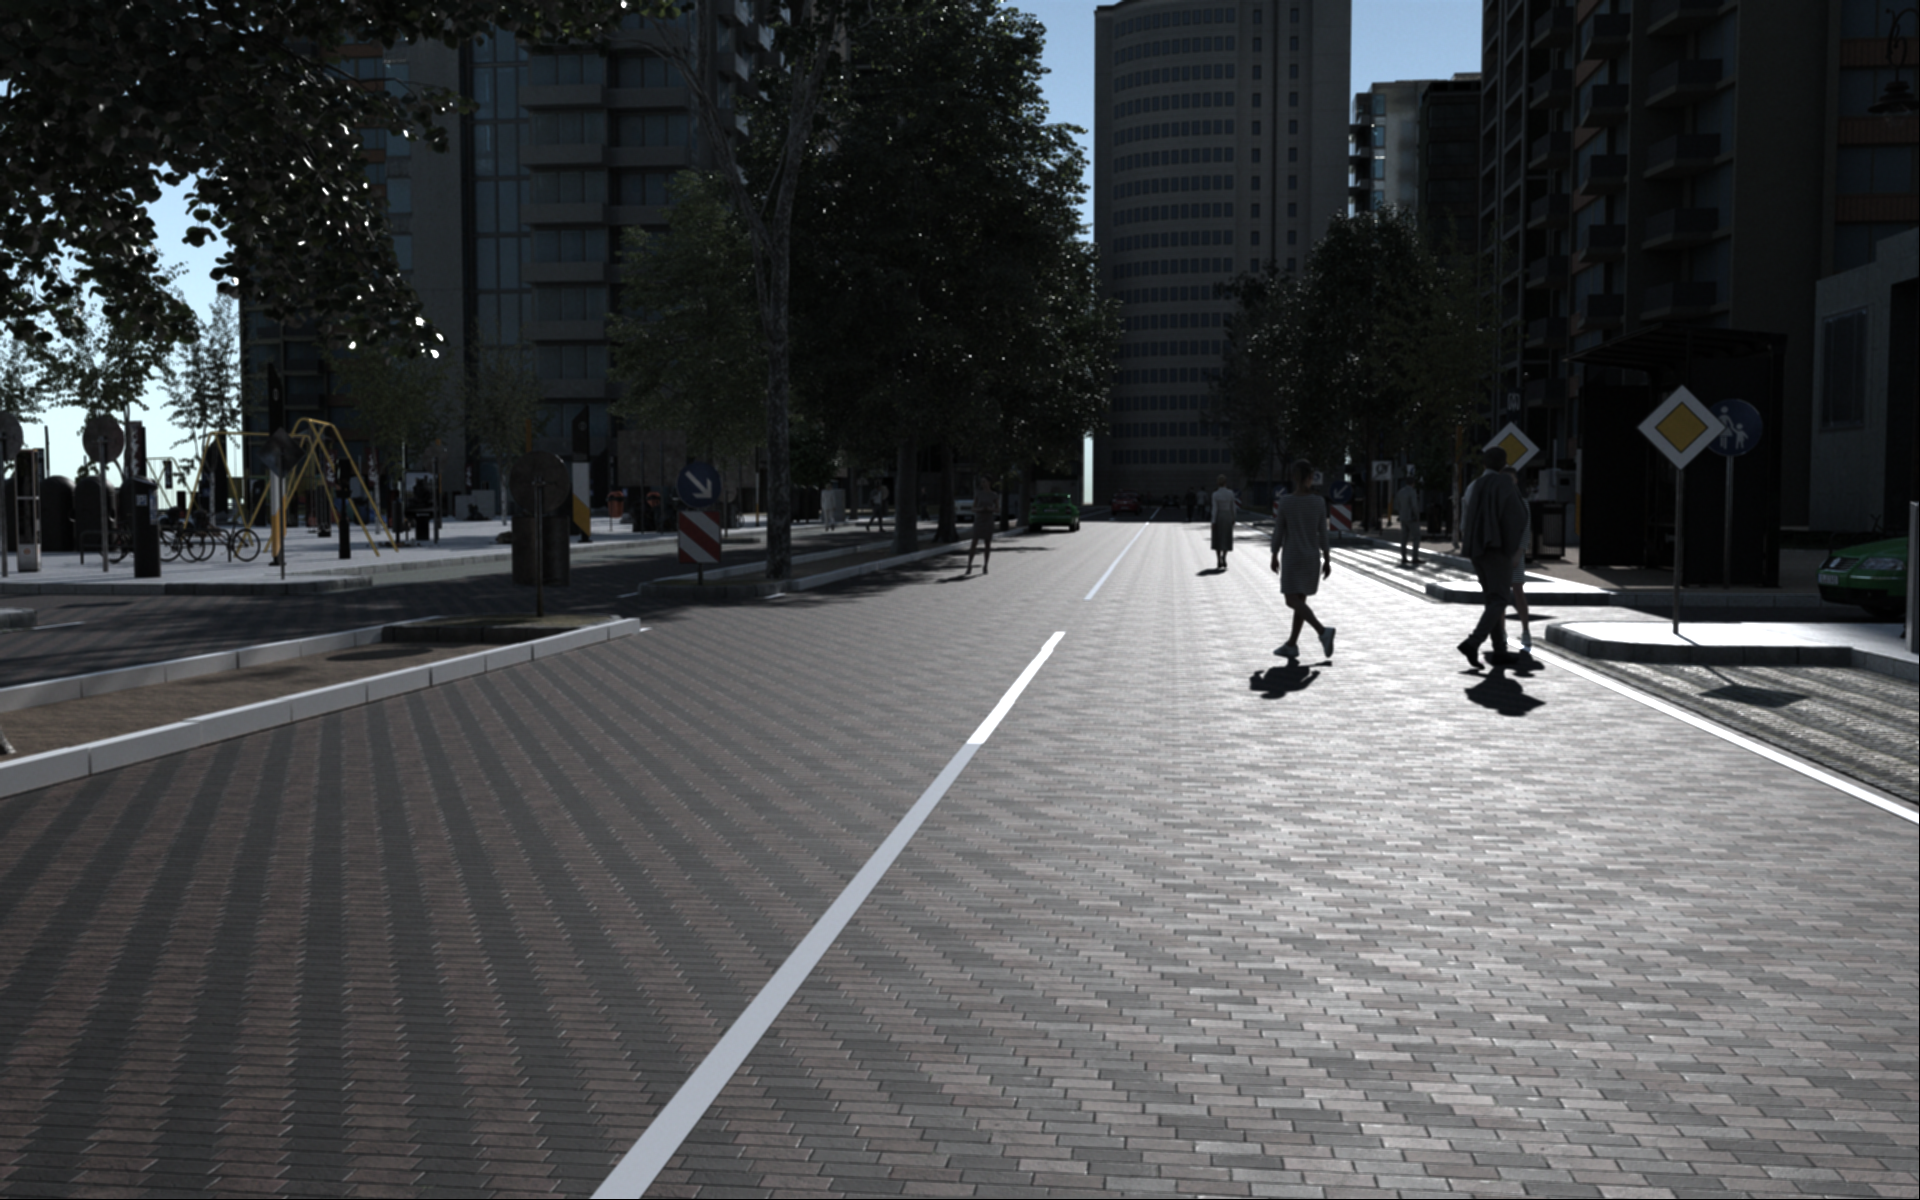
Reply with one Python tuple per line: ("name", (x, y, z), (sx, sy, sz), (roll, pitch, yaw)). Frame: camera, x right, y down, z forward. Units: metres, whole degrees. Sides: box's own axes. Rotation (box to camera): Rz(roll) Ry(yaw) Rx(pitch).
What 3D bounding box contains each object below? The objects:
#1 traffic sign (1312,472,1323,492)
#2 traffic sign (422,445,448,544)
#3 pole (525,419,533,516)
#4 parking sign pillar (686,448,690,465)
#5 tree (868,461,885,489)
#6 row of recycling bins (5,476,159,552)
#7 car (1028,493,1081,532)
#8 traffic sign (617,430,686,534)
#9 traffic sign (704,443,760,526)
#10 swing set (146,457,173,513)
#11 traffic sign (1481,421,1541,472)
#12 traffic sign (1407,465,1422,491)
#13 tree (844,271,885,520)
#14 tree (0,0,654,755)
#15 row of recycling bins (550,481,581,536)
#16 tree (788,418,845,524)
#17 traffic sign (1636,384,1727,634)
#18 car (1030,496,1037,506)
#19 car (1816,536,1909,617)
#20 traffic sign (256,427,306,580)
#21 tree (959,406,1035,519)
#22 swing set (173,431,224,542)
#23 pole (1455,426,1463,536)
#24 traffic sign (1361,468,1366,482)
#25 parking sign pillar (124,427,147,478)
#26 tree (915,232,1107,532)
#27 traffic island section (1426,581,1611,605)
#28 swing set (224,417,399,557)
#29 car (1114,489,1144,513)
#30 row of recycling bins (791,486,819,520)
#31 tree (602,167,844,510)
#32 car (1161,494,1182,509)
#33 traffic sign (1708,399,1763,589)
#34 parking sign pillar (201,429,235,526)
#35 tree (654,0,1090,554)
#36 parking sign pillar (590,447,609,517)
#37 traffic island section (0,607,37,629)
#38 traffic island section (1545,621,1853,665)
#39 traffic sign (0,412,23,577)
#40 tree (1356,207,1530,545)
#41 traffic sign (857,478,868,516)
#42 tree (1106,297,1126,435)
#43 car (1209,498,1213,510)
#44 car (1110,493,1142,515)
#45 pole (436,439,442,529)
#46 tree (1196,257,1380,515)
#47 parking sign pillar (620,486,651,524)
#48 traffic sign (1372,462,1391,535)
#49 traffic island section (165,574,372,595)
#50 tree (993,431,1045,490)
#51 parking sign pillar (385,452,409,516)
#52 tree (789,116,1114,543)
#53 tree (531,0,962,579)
("traffic sign", (16.116, -4.668, 78.449), (0.606, 2.300, 0.079), (1, 4, 12))
("traffic sign", (-13.551, -2.727, 44.690), (0.768, 2.556, 0.104), (1, 4, 17))
("pole", (-11.722, -3.260, 47.136), (0.158, 3.312, 0.155), (0, 3, 0))
("parking sign pillar", (-15.954, -6.891, 101.144), (1.447, 3.967, 1.447), (-1, 4, -10))
("tree", (-4.281, -8.966, 96.958), (4.360, 8.622, 3.978), (0, 3, 0))
("row of recycling bins", (-19.690, -1.934, 38.730), (3.534, 1.692, 1.069), (0, 4, 3))
("car", (3.663, -3.544, 66.744), (1.959, 1.807, 4.718), (0, 4, 7))
("traffic sign", (-9.833, -3.754, 55.251), (2.265, 3.308, 0.079), (1, 4, 9))
("traffic sign", (-9.068, -4.585, 68.831), (2.265, 3.308, 0.079), (1, 4, 11))
("swing set", (-34.462, -4.706, 74.567), (3.119, 2.851, 2.862), (3, 5, 43))
("traffic sign", (7.542, -1.232, 23.794), (0.795, 2.450, 0.064), (0, 4, 7))
("traffic sign", (15.703, -3.523, 59.733), (0.606, 2.300, 0.079), (1, 4, 16))
("tree", (-5.309, -10.258, 85.840), (7.486, 12.596, 7.792), (0, 3, 0))
("tree", (-5.546, -6.110, 9.010), (9.857, 13.997, 8.962), (0, 3, 0))
("row of recycling bins", (-12.463, -2.927, 54.975), (1.069, 1.692, 3.534), (0, 4, -7))
("tree", (-6.607, -5.555, 74.540), (4.285, 4.588, 4.351), (0, 3, 0))
("traffic sign", (6.579, -0.748, 15.867), (0.795, 2.450, 0.064), (0, 4, 7))
("car", (5.221, -6.441, 117.897), (1.945, 1.354, 3.894), (1, 4, 8))
("car", (12.112, -0.642, 19.293), (4.718, 1.807, 1.959), (0, 4, 5))
("traffic sign", (-10.170, -1.365, 25.957), (0.795, 2.450, 0.064), (0, 4, 7))
("tree", (0.565, -6.470, 58.603), (4.737, 8.622, 4.395), (0, 3, 0))
("swing set", (-17.862, -2.872, 44.582), (2.862, 2.851, 3.119), (2, 4, 30))
("pole", (14.867, -3.537, 51.673), (0.158, 3.312, 0.155), (0, 3, 0))
("traffic sign", (19.192, -4.958, 81.161), (0.768, 2.556, 0.104), (1, 4, 11))
("parking sign pillar", (-32.750, -4.913, 68.800), (1.447, 3.967, 1.447), (0, 4, -6))
("tree", (1.783, -8.417, 65.836), (9.928, 11.665, 9.643), (0, 3, 0))
("traffic island section", (7.566, -0.097, 23.868), (2.009, 0.180, 2.903), (0, 4, 7))
("swing set", (-13.600, -2.387, 36.642), (2.862, 2.851, 3.119), (-1, 4, -10))
("car", (12.899, -7.566, 132.374), (2.281, 1.827, 5.304), (0, 4, 5))
("row of recycling bins", (-8.185, -4.852, 86.444), (1.069, 1.692, 3.534), (2, 4, 26))
("tree", (-8.889, -8.750, 61.188), (7.486, 12.596, 7.792), (0, 3, 0))
("car", (20.774, -9.818, 170.308), (2.009, 1.686, 4.222), (0, 4, 7))
("traffic sign", (10.351, -1.419, 23.308), (0.768, 2.556, 0.104), (1, 4, 15))
("parking sign pillar", (-30.629, -5.057, 71.149), (1.447, 3.967, 1.447), (0, 4, 6))
("tree", (-1.321, -8.065, 40.970), (9.857, 13.997, 8.962), (0, 3, 0))
("parking sign pillar", (-20.791, -6.798, 99.616), (1.447, 3.967, 1.447), (2, 4, 30))
("traffic island section", (-11.157, 0.256, 18.095), (2.009, 0.180, 2.903), (0, 4, 7))
("traffic island section", (6.604, 0.388, 15.941), (2.009, 0.180, 2.903), (0, 4, 7))
("traffic sign", (-14.809, -1.631, 26.776), (0.768, 2.556, 0.104), (1, 4, 14))
("tree", (12.390, -5.703, 43.602), (4.737, 8.622, 4.395), (0, 3, 0))
("traffic sign", (-5.699, -6.164, 100.782), (0.884, 2.594, 0.081), (1, 4, 9))
("tree", (2.810, -10.206, 75.973), (9.857, 13.997, 8.962), (0, 3, 0))
("car", (23.327, -8.905, 155.380), (2.009, 1.686, 4.222), (1, 4, 8))
("car", (11.263, -6.646, 117.698), (2.155, 1.783, 4.494), (0, 4, 7))
("pole", (-19.216, -4.282, 63.856), (0.158, 3.312, 0.155), (0, 3, 0))
("tree", (18.154, -10.912, 88.774), (12.009, 13.543, 11.850), (0, 3, 0))
("parking sign pillar", (-14.035, -5.295, 75.045), (1.447, 3.967, 1.447), (3, 4, 38))
("traffic sign", (13.023, -3.144, 53.536), (0.606, 2.300, 0.079), (1, 4, 8))
("traffic island section", (-10.194, -0.229, 26.022), (2.009, 0.180, 2.903), (0, 4, 7))
("tree", (3.161, -7.983, 83.341), (4.360, 8.622, 3.978), (0, 3, 0))
("parking sign pillar", (-33.205, -6.960, 102.273), (1.447, 3.967, 1.447), (-1, 4, -19))
("tree", (-0.374, -8.032, 50.781), (9.611, 12.733, 9.660), (0, 3, 0))
("tree", (-4.175, -10.482, 29.731), (12.611, 20.169, 13.585), (0, 3, 0))
